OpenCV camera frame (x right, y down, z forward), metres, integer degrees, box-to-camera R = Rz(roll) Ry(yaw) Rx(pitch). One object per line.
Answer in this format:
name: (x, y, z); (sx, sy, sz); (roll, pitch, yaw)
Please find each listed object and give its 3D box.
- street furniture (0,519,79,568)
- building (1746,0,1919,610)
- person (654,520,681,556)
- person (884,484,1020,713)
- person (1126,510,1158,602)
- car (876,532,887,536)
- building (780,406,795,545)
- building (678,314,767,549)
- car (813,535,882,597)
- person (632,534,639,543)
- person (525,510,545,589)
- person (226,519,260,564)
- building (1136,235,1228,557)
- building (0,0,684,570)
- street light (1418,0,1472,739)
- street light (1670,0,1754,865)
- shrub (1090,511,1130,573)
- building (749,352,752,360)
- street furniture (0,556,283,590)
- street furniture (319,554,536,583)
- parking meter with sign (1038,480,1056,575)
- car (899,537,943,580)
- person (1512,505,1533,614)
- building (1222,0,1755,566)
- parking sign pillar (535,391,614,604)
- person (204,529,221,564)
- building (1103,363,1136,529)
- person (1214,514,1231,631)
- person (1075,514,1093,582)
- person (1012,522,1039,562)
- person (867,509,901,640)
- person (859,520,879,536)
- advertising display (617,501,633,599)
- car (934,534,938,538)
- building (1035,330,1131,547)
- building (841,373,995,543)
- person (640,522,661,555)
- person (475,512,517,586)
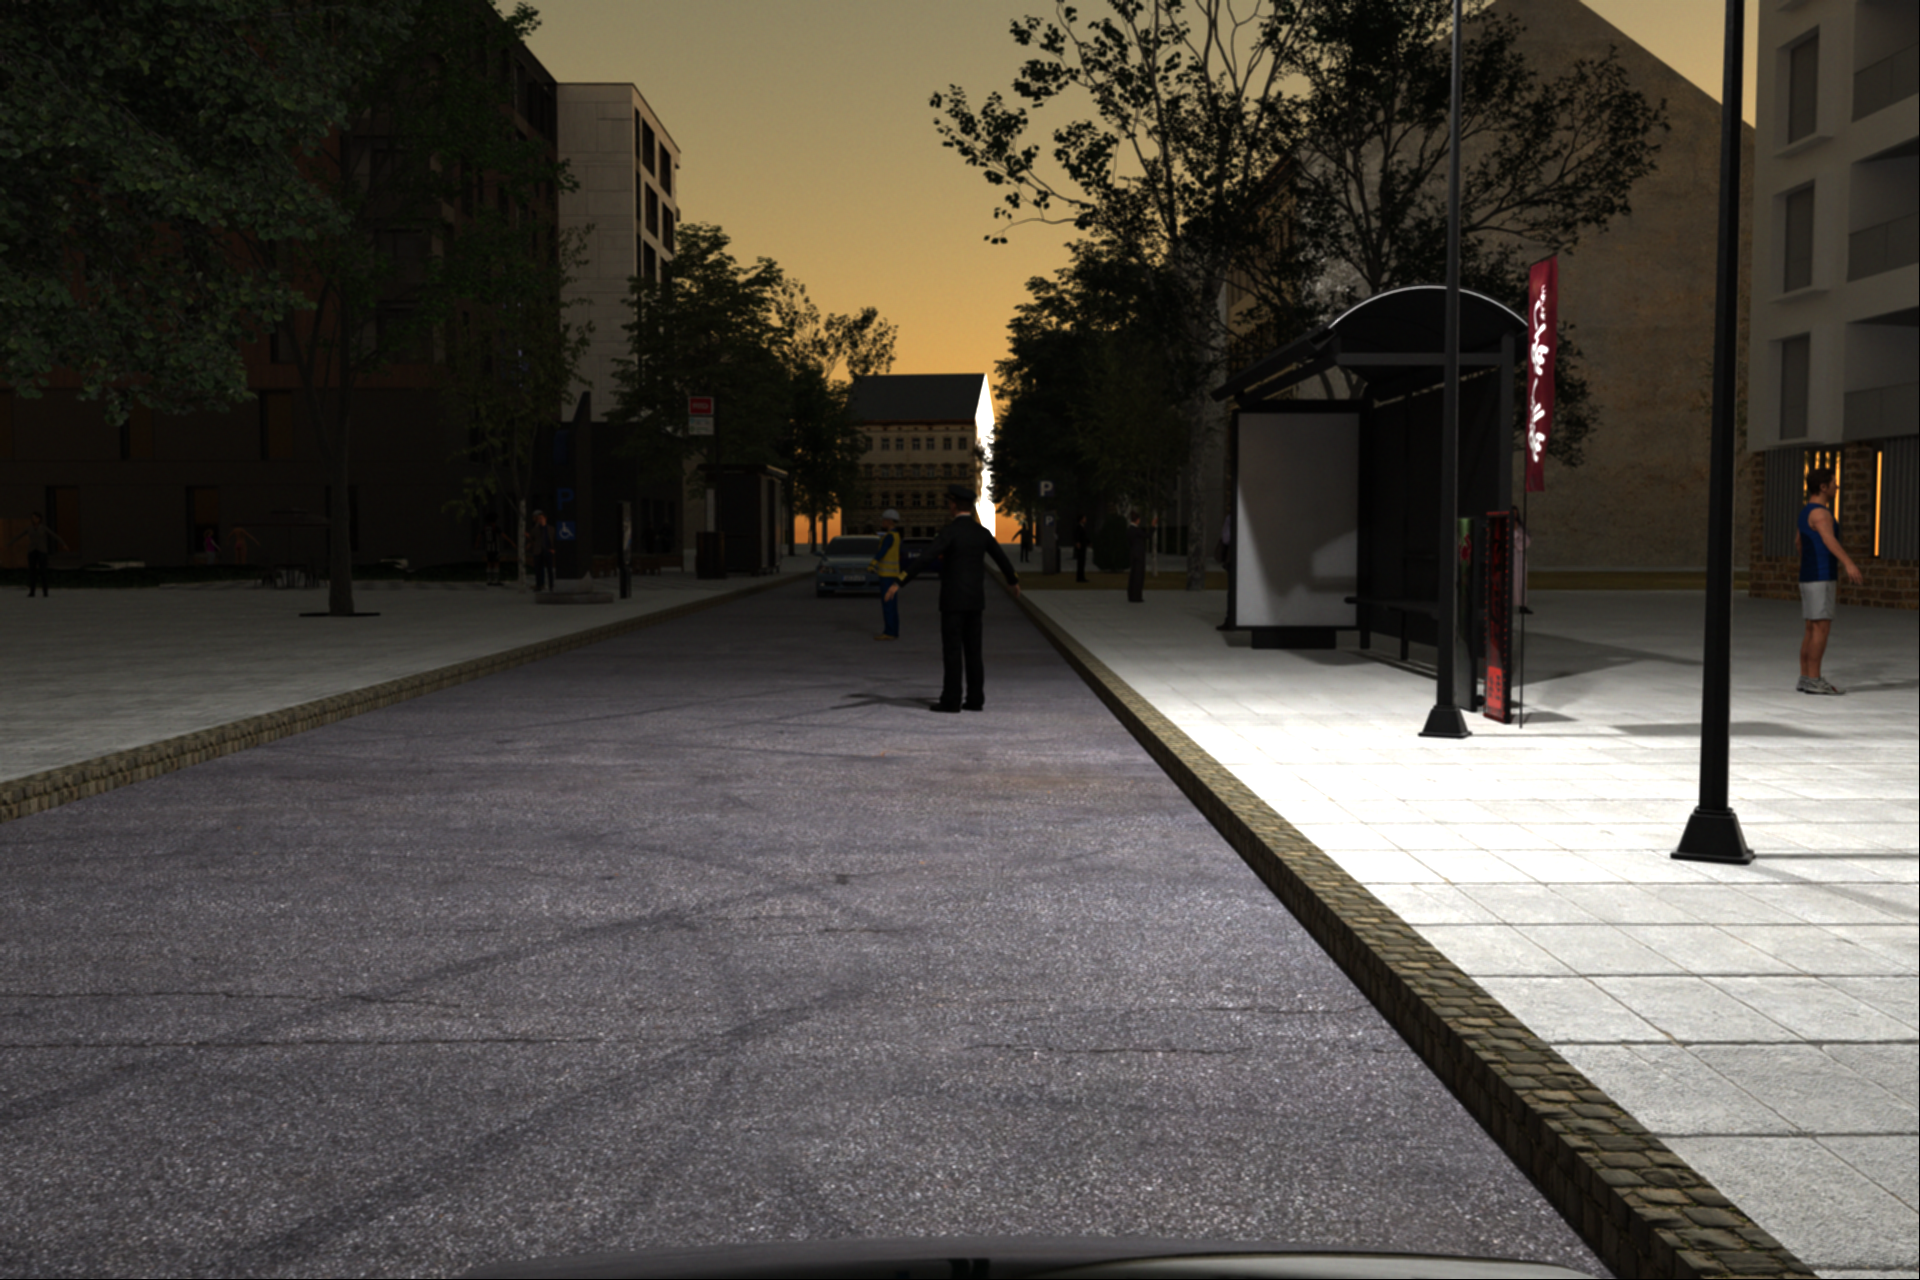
street furniture: (-31.503, -2.689, 50.814); (9.812, 1.723, 11.010); (0, 4, -3)
building: (20.921, -10.770, 32.513); (16.016, 20.090, 11.380); (0, 4, 0)
person: (-11.822, -3.914, 69.775); (0.705, 1.856, 1.354); (3, 5, 43)
person: (-0.004, -0.343, 13.999); (1.347, 1.837, 0.705); (-3, 4, -37)
person: (3.449, -1.576, 32.610); (0.742, 1.727, 0.445); (2, 4, 32)
car: (-3.011, -3.362, 64.566); (1.945, 1.707, 3.694); (0, 3, 0)
building: (-29.979, -21.078, 211.089); (16.747, 18.905, 31.486); (0, 4, 0)
building: (-28.096, -20.242, 161.885); (19.493, 23.208, 18.063); (0, 4, -1)
car: (-2.402, -1.757, 40.731); (2.014, 1.417, 4.499); (0, 4, -1)
person: (-13.480, -3.930, 70.216); (0.705, 1.833, 1.349); (2, 4, 23)
person: (-9.915, -2.128, 40.650); (0.705, 1.847, 1.347); (0, 4, 1)
person: (-21.322, -2.731, 51.463); (1.217, 1.733, 0.721); (1, 4, 19)
building: (21.334, -14.916, 110.334); (16.747, 18.905, 31.486); (0, 4, -1)
building: (-28.700, -14.227, 76.587); (27.936, 21.610, 32.646); (0, 4, -1)
street light: (3.631, -2.343, 10.842); (1.470, 5.913, 1.316); (0, 4, 0)
street light: (3.532, -2.089, 6.704); (1.470, 5.913, 1.316); (0, 4, 0)
shrub: (5.067, -3.226, 56.793); (1.661, 2.075, 1.752); (0, 3, 0)
building: (-25.694, -19.425, 174.024); (16.016, 20.090, 11.380); (0, 4, 0)
street furniture: (-21.443, -1.773, 44.615); (5.734, 0.657, 10.072); (0, 4, 3)
street furniture: (-14.983, -2.094, 49.862); (5.734, 0.657, 10.072); (0, 4, -6)
parking meter with sign: (2.798, -3.606, 55.218); (0.543, 3.016, 1.738); (0, 4, -1)
car: (-1.284, -2.646, 55.845); (1.945, 1.354, 3.894); (0, 4, -1)
person: (8.905, -1.297, 27.918); (0.551, 1.740, 0.621); (-2, 4, -23)
building: (22.510, -15.065, 77.249); (19.493, 23.208, 18.063); (0, 4, 0)
parking sign pillar: (-7.176, -2.671, 32.145); (1.447, 3.967, 1.447); (0, 4, 0)
person: (-21.741, -2.515, 50.379); (0.991, 1.433, 0.599); (3, 5, 44)
building: (23.244, -20.400, 164.475); (19.493, 23.208, 18.063); (0, 4, -1)
person: (3.713, -1.046, 23.017); (0.709, 1.838, 0.599); (-1, 4, -10)
person: (3.262, -2.445, 46.168); (0.705, 1.806, 1.347); (1, 4, 19)
person: (2.959, -4.467, 79.168); (1.348, 1.813, 0.705); (2, 4, 25)
person: (-1.035, -0.891, 23.488); (0.721, 1.772, 1.216); (1, 4, 13)
person: (-2.736, -2.692, 52.247); (1.354, 1.858, 0.705); (-1, 4, -15)
advertising display: (-6.692, -1.797, 34.599); (0.123, 1.923, 0.974); (0, 4, 0)
car: (-1.103, -6.917, 121.893); (1.959, 1.807, 4.718); (0, 4, 0)
building: (22.098, -21.169, 190.085); (27.936, 21.610, 32.646); (0, 4, 0)
building: (-5.457, -24.659, 236.564); (18.063, 23.208, 19.493); (1, 4, 9)
person: (-13.171, -4.136, 73.756); (1.346, 1.812, 0.704); (2, 4, 35)
person: (-11.572, -2.254, 43.002); (1.345, 1.843, 0.704); (2, 4, 28)
